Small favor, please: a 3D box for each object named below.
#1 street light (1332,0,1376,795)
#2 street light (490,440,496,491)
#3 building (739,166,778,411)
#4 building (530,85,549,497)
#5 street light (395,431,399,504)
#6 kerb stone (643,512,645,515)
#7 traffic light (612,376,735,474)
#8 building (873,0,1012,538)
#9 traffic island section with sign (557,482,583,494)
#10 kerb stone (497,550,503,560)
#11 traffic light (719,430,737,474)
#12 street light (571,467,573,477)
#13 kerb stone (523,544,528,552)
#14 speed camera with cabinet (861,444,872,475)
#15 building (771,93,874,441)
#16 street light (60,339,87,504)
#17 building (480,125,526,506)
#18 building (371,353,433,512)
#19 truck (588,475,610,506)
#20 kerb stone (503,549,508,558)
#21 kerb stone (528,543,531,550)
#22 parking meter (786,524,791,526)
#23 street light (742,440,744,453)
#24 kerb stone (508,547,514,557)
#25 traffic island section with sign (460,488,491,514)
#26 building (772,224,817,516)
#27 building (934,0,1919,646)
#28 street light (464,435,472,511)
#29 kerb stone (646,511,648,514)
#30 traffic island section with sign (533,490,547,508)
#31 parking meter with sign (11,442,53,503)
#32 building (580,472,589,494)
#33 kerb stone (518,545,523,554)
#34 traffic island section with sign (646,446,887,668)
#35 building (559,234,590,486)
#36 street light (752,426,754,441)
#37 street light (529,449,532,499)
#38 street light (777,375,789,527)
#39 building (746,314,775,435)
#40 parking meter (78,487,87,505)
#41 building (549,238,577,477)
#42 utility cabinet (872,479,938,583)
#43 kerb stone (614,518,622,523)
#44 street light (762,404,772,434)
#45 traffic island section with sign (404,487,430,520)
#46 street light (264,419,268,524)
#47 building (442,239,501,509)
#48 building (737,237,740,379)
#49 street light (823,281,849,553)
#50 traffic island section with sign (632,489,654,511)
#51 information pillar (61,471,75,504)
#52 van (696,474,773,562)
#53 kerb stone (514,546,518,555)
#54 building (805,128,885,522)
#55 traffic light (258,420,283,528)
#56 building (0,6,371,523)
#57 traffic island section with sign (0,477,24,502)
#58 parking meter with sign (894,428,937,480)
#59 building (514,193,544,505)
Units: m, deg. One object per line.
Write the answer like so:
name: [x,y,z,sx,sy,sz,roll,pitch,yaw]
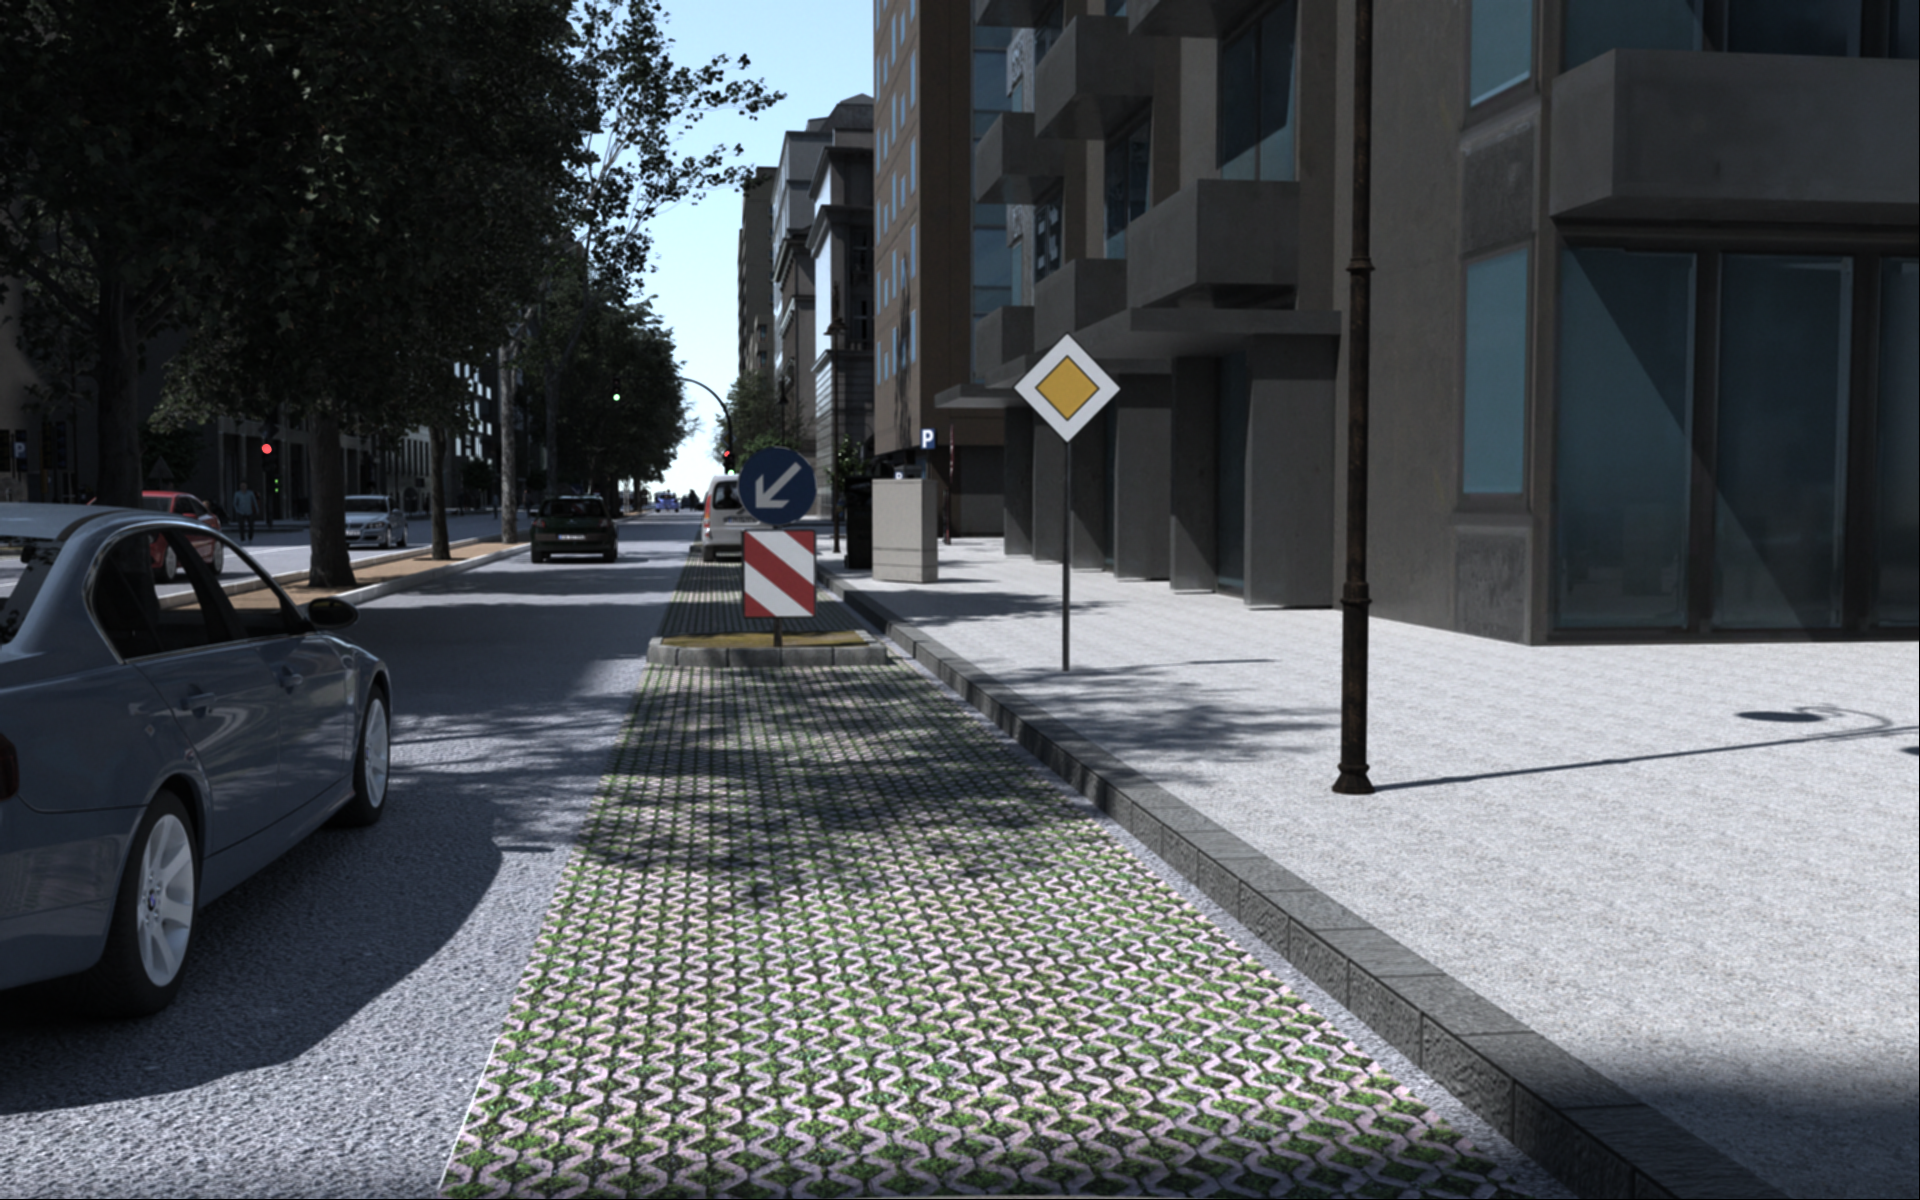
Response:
street light: [1.697,-2.110,7.293,0.468,5.910,1.993,-1,4,-8]
street light: [-40.167,-10.792,149.242,0.468,5.910,1.993,-1,4,-8]
building: [-20.759,-38.480,252.854,21.300,48.544,21.600,-1,4,-8]
building: [-68.468,-56.931,243.485,22.319,86.520,31.000,-1,4,-8]
street light: [-33.638,-7.984,103.331,0.468,5.910,1.993,-1,4,-8]
kerb stone: [-21.234,-5.694,115.305,0.120,0.150,1.000,-1,4,-8]
traffic light: [-11.051,-5.668,67.332,4.771,5.953,1.251,-1,4,-8]
building: [4.676,-24.875,56.818,14.600,45.320,14.200,-1,4,-8]
traffic island section with sign: [-16.478,-4.061,74.538,2.006,1.907,1.989,-1,4,-8]
kerb stone: [-10.125,-0.947,37.683,0.120,0.150,1.000,-1,4,-8]
traffic light: [-10.126,-5.306,75.673,0.839,4.253,0.868,-1,4,-8]
street light: [-52.061,-15.869,232.239,0.468,5.910,1.993,-1,4,-8]
kerb stone: [-10.845,-1.257,42.753,0.120,0.150,1.000,-1,4,-8]
speed camera with cabinet: [-3.323,-4.549,68.714,0.660,3.252,2.038,-3,4,-37]
building: [-8.712,-21.953,136.417,11.434,29.767,29.804,-1,4,-8]
street light: [-26.040,-4.781,50.960,0.468,5.910,1.993,-1,4,-8]
building: [-62.738,-36.666,188.727,28.713,52.752,27.495,-1,4,-8]
building: [-46.551,-17.646,121.789,16.112,22.955,30.059,-1,4,-8]
truck: [-43.330,-13.475,209.236,2.839,4.237,11.283,-1,4,-10]
kerb stone: [-10.267,-1.010,38.701,0.120,0.150,1.000,-1,4,-8]
kerb stone: [-10.991,-1.316,43.765,0.120,0.150,1.000,-1,4,-8]
parking meter: [-6.905,-3.867,68.941,0.255,1.863,0.399,0,4,6]
street light: [-18.540,-10.738,148.351,0.468,5.910,1.993,-1,4,-8]
kerb stone: [-10.410,-1.071,39.714,0.120,0.150,1.000,-1,4,-8]
traffic island section with sign: [-34.276,-6.970,122.585,1.989,1.847,2.006,-1,4,-8]
building: [-6.515,-15.147,112.274,10.561,19.102,19.286,-1,4,-8]
building: [12.421,-24.929,27.196,23.786,49.044,30.456,-1,4,-8]
street light: [-37.798,-9.815,133.267,0.468,5.910,1.993,-1,4,-8]
kerb stone: [-21.970,-6.005,120.380,0.120,0.150,1.000,-1,4,-8]
traffic island section with sign: [-41.362,-9.999,172.105,1.989,1.847,2.006,-1,4,-8]
parking meter with sign: [-30.582,-3.748,57.549,1.738,3.016,0.543,1,4,17]
building: [-68.332,-31.232,282.347,14.160,30.474,14.107,-1,4,-8]
kerb stone: [-10.702,-1.195,41.738,0.120,0.150,1.000,-1,4,-8]
traffic island section with sign: [-1.728,-0.400,15.160,1.989,1.847,2.006,-1,4,-8]
building: [-70.915,-39.492,295.796,14.600,45.320,14.200,-1,4,-8]
street light: [-14.107,-8.909,118.448,0.468,5.910,1.993,-1,4,-8]
street light: [-44.358,-12.611,178.983,0.468,5.910,1.993,-1,4,-8]
street light: [-6.863,-5.782,67.319,0.468,5.910,1.993,-1,4,-8]
building: [-11.875,-22.411,211.463,27.650,21.520,28.899,-1,4,-8]
parking meter: [-30.621,-3.175,60.317,0.372,1.533,0.369,0,3,0]
building: [-66.820,-35.743,267.987,14.154,41.232,14.086,-1,4,-8]
utility cabinet: [-0.798,-1.012,25.220,0.318,1.500,1.173,-3,5,-40]
kerb stone: [-17.173,-3.951,86.887,0.120,0.150,1.000,-1,4,-8]
street light: [-9.875,-7.098,88.837,0.468,5.910,1.993,-1,4,-8]
traffic island section with sign: [-30.450,-5.338,95.902,1.989,1.847,2.006,-1,4,-8]
street light: [-29.311,-6.139,73.165,0.468,5.910,1.993,-1,4,-8]
building: [-55.939,-33.035,159.733,23.786,49.044,30.456,-1,4,-8]
building: [-27.353,-41.297,298.911,21.300,48.544,21.600,-1,4,-8]
street light: [-2.695,-3.970,37.699,0.468,5.910,1.993,-1,4,-8]
traffic island section with sign: [-27.145,-8.611,148.918,2.006,1.907,1.989,-1,4,-8]
information pillar: [-28.984,-3.173,56.373,0.304,2.012,0.304,1,4,13]
van: [-4.749,-1.875,37.675,2.013,2.044,4.112,0,4,-7]
kerb stone: [-10.563,-1.128,40.725,0.120,0.150,1.000,-1,4,-8]
building: [4.741,-14.931,85.914,24.055,21.916,13.314,-1,4,-8]
traffic light: [-26.029,-4.673,65.320,0.839,4.253,0.868,-1,4,-8]
building: [-43.951,-17.441,89.682,19.350,26.468,34.151,-1,4,-8]
traffic island section with sign: [-22.538,-1.964,40.733,1.989,1.847,2.006,-1,4,-8]
parking meter with sign: [-1.392,-3.009,45.452,0.543,3.016,1.738,3,5,43]
building: [-58.625,-32.235,210.629,14.154,41.232,14.086,-1,4,-8]
